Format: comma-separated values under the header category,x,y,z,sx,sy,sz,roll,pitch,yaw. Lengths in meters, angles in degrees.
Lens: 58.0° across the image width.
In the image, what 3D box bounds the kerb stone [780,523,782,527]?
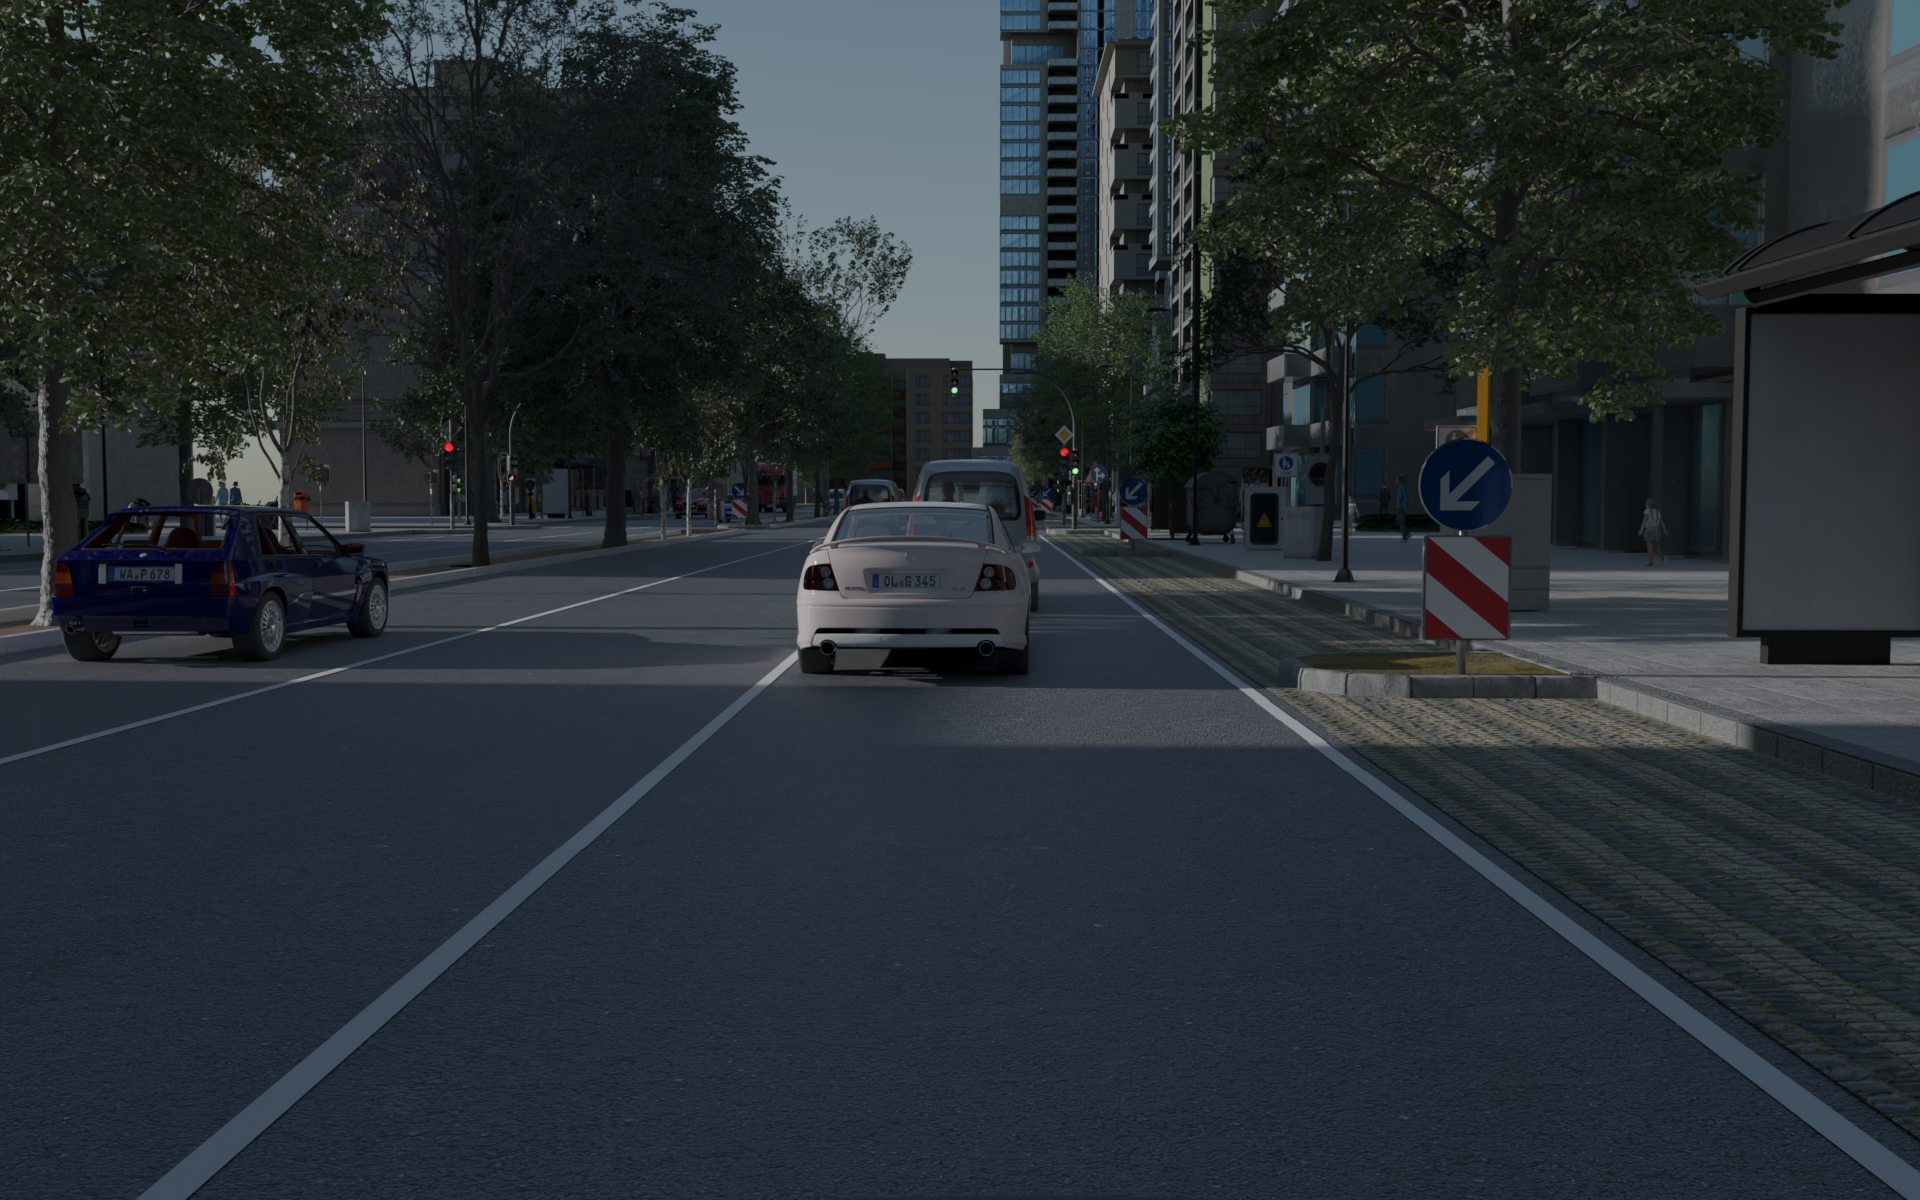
category,x,y,z,sx,sy,sz,roll,pitch,yaw
kerb stone,-7.808,-3.167,73.976,0.120,0.150,1.000,0,4,1

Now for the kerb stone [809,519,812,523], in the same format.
category,x,y,z,sx,sy,sz,roll,pitch,yaw
kerb stone,-7.634,-3.920,86.285,0.120,0.150,1.000,0,4,1

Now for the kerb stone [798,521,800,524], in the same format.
category,x,y,z,sx,sy,sz,roll,pitch,yaw
kerb stone,-7.708,-3.606,81.148,0.120,0.150,1.000,0,4,1

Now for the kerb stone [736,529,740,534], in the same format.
category,x,y,z,sx,sy,sz,roll,pitch,yaw
kerb stone,-7.990,-2.383,61.152,0.120,0.150,1.000,0,4,1

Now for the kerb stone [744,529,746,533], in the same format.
category,x,y,z,sx,sy,sz,roll,pitch,yaw
kerb stone,-7.950,-2.504,63.211,0.120,0.150,1.000,0,4,1

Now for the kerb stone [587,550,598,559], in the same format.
category,x,y,z,sx,sy,sz,roll,pitch,yaw
kerb stone,-8.298,-1.002,38.572,0.120,0.150,1.000,0,4,1

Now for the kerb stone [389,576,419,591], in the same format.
category,x,y,z,sx,sy,sz,roll,pitch,yaw
kerb stone,-8.468,-0.250,26.291,0.120,0.150,1.000,0,4,1

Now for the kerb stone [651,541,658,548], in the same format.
category,x,y,z,sx,sy,sz,roll,pitch,yaw
kerb stone,-8.204,-1.440,45.753,0.120,0.150,1.000,0,4,1

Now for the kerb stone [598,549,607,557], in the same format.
category,x,y,z,sx,sy,sz,roll,pitch,yaw
kerb stone,-8.287,-1.059,39.597,0.120,0.150,1.000,0,4,1

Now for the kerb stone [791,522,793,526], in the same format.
category,x,y,z,sx,sy,sz,roll,pitch,yaw
kerb stone,-7.751,-3.413,78.076,0.120,0.150,1.000,0,4,1

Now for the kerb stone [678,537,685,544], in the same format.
category,x,y,z,sx,sy,sz,roll,pitch,yaw
kerb stone,-8.147,-1.692,49.858,0.120,0.150,1.000,0,4,1

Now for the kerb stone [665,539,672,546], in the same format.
category,x,y,z,sx,sy,sz,roll,pitch,yaw
kerb stone,-8.175,-1.565,47.803,0.120,0.150,1.000,0,4,1

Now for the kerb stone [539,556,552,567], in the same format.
category,x,y,z,sx,sy,sz,roll,pitch,yaw
kerb stone,-8.354,-0.751,34.480,0.120,0.150,1.000,0,4,1

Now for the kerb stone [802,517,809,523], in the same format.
category,x,y,z,sx,sy,sz,roll,pitch,yaw
kerb stone,-7.646,-3.856,85.248,0.120,0.150,1.000,0,4,1

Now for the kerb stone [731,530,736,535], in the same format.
category,x,y,z,sx,sy,sz,roll,pitch,yaw
kerb stone,-7.997,-2.319,60.122,0.120,0.150,1.000,0,4,1

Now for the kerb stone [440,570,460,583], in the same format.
category,x,y,z,sx,sy,sz,roll,pitch,yaw
kerb stone,-8.440,-0.375,28.335,0.120,0.150,1.000,0,4,1

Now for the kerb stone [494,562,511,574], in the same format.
category,x,y,z,sx,sy,sz,roll,pitch,yaw
kerb stone,-8.394,-0.563,31.408,0.120,0.150,1.000,0,4,1

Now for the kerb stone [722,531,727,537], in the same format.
category,x,y,z,sx,sy,sz,roll,pitch,yaw
kerb stone,-8.032,-2.195,58.078,0.120,0.150,1.000,0,4,1

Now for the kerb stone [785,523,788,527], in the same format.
category,x,y,z,sx,sy,sz,roll,pitch,yaw
kerb stone,-7.771,-3.293,76.032,0.120,0.150,1.000,0,4,1

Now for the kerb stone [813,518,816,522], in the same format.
category,x,y,z,sx,sy,sz,roll,pitch,yaw
kerb stone,-7.605,-4.044,88.343,0.120,0.150,1.000,0,4,1

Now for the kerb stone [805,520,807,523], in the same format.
category,x,y,z,sx,sy,sz,roll,pitch,yaw
kerb stone,-7.671,-3.793,84.226,0.120,0.150,1.000,0,4,1

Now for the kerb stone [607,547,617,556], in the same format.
category,x,y,z,sx,sy,sz,roll,pitch,yaw
kerb stone,-8.264,-1.127,40.622,0.120,0.150,1.000,0,4,1

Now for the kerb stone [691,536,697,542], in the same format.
category,x,y,z,sx,sy,sz,roll,pitch,yaw
kerb stone,-8.113,-1.817,51.908,0.120,0.150,1.000,0,4,1

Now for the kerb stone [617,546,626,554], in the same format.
category,x,y,z,sx,sy,sz,roll,pitch,yaw
kerb stone,-8.254,-1.188,41.644,0.120,0.150,1.000,0,4,1

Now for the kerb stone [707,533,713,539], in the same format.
category,x,y,z,sx,sy,sz,roll,pitch,yaw
kerb stone,-8.067,-1.999,54.997,0.120,0.150,1.000,0,4,1

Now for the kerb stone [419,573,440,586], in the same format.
category,x,y,z,sx,sy,sz,roll,pitch,yaw
kerb stone,-8.455,-0.313,27.313,0.120,0.150,1.000,0,4,1

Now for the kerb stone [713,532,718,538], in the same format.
category,x,y,z,sx,sy,sz,roll,pitch,yaw
kerb stone,-8.057,-2.069,56.027,0.120,0.150,1.000,0,4,1

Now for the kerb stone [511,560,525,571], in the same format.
category,x,y,z,sx,sy,sz,roll,pitch,yaw
kerb stone,-8.381,-0.626,32.430,0.120,0.150,1.000,0,4,1

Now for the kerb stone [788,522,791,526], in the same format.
category,x,y,z,sx,sy,sz,roll,pitch,yaw
kerb stone,-7.758,-3.355,77.054,0.120,0.150,1.000,0,4,1

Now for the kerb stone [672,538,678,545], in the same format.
category,x,y,z,sx,sy,sz,roll,pitch,yaw
kerb stone,-8.157,-1.623,48.828,0.120,0.150,1.000,0,4,1

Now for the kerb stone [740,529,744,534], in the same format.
category,x,y,z,sx,sy,sz,roll,pitch,yaw
kerb stone,-7.968,-2.446,62.187,0.120,0.150,1.000,0,4,1

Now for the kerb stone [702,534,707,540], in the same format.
category,x,y,z,sx,sy,sz,roll,pitch,yaw
kerb stone,-8.089,-1.941,53.965,0.120,0.150,1.000,0,4,1

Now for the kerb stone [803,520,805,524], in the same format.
category,x,y,z,sx,sy,sz,roll,pitch,yaw
kerb stone,-7.681,-3.731,83.204,0.120,0.150,1.000,0,4,1

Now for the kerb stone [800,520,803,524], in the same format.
category,x,y,z,sx,sy,sz,roll,pitch,yaw
kerb stone,-7.696,-3.666,82.182,0.120,0.150,1.000,0,4,1

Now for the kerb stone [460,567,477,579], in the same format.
category,x,y,z,sx,sy,sz,roll,pitch,yaw
kerb stone,-8.435,-0.438,29.356,0.120,0.150,1.000,0,4,1

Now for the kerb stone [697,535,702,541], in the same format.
category,x,y,z,sx,sy,sz,roll,pitch,yaw
kerb stone,-8.098,-1.879,52.933,0.120,0.150,1.000,0,4,1

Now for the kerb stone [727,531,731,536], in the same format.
category,x,y,z,sx,sy,sz,roll,pitch,yaw
kerb stone,-8.022,-2.257,59.100,0.120,0.150,1.000,0,4,1

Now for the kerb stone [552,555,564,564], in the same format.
category,x,y,z,sx,sy,sz,roll,pitch,yaw
kerb stone,-8.346,-0.814,35.504,0.120,0.150,1.000,0,4,1

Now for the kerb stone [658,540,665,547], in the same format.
category,x,y,z,sx,sy,sz,roll,pitch,yaw
kerb stone,-8.186,-1.503,46.777,0.120,0.150,1.000,0,4,1

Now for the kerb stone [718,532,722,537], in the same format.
category,x,y,z,sx,sy,sz,roll,pitch,yaw
kerb stone,-8.046,-2.132,57.057,0.120,0.150,1.000,0,4,1

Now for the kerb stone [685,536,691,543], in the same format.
category,x,y,z,sx,sy,sz,roll,pitch,yaw
kerb stone,-8.129,-1.755,50.883,0.120,0.150,1.000,0,4,1

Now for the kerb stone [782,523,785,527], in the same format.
category,x,y,z,sx,sy,sz,roll,pitch,yaw
kerb stone,-7.796,-3.224,74.998,0.120,0.150,1.000,0,4,1

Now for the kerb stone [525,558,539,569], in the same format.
category,x,y,z,sx,sy,sz,roll,pitch,yaw
kerb stone,-8.371,-0.688,33.452,0.120,0.150,1.000,0,4,1

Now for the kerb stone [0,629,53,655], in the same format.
category,x,y,z,sx,sy,sz,roll,pitch,yaw
kerb stone,-8.611,0.377,16.055,0.120,0.150,1.000,0,4,1

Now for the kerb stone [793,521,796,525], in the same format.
category,x,y,z,sx,sy,sz,roll,pitch,yaw
kerb stone,-7.729,-3.479,79.098,0.120,0.150,1.000,0,4,1

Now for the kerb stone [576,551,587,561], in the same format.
category,x,y,z,sx,sy,sz,roll,pitch,yaw
kerb stone,-8.314,-0.939,37.548,0.120,0.150,1.000,0,4,1

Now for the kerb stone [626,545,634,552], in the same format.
category,x,y,z,sx,sy,sz,roll,pitch,yaw
kerb stone,-8.247,-1.250,42.678,0.120,0.150,1.000,0,4,1

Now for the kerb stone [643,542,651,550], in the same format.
category,x,y,z,sx,sy,sz,roll,pitch,yaw
kerb stone,-8.210,-1.378,44.731,0.120,0.150,1.000,0,4,1

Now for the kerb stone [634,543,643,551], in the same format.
category,x,y,z,sx,sy,sz,roll,pitch,yaw
kerb stone,-8.232,-1.315,43.702,0.120,0.150,1.000,0,4,1

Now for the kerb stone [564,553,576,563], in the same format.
category,x,y,z,sx,sy,sz,roll,pitch,yaw
kerb stone,-8.325,-0.876,36.526,0.120,0.150,1.000,0,4,1

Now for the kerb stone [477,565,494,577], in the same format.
category,x,y,z,sx,sy,sz,roll,pitch,yaw
kerb stone,-8.413,-0.500,30.378,0.120,0.150,1.000,0,4,1

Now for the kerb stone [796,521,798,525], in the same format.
category,x,y,z,sx,sy,sz,roll,pitch,yaw
kerb stone,-7.714,-3.543,80.123,0.120,0.150,1.000,0,4,1

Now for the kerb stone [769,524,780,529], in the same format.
category,x,y,z,sx,sy,sz,roll,pitch,yaw
kerb stone,-7.813,-3.100,72.954,0.120,0.150,1.000,0,4,1
